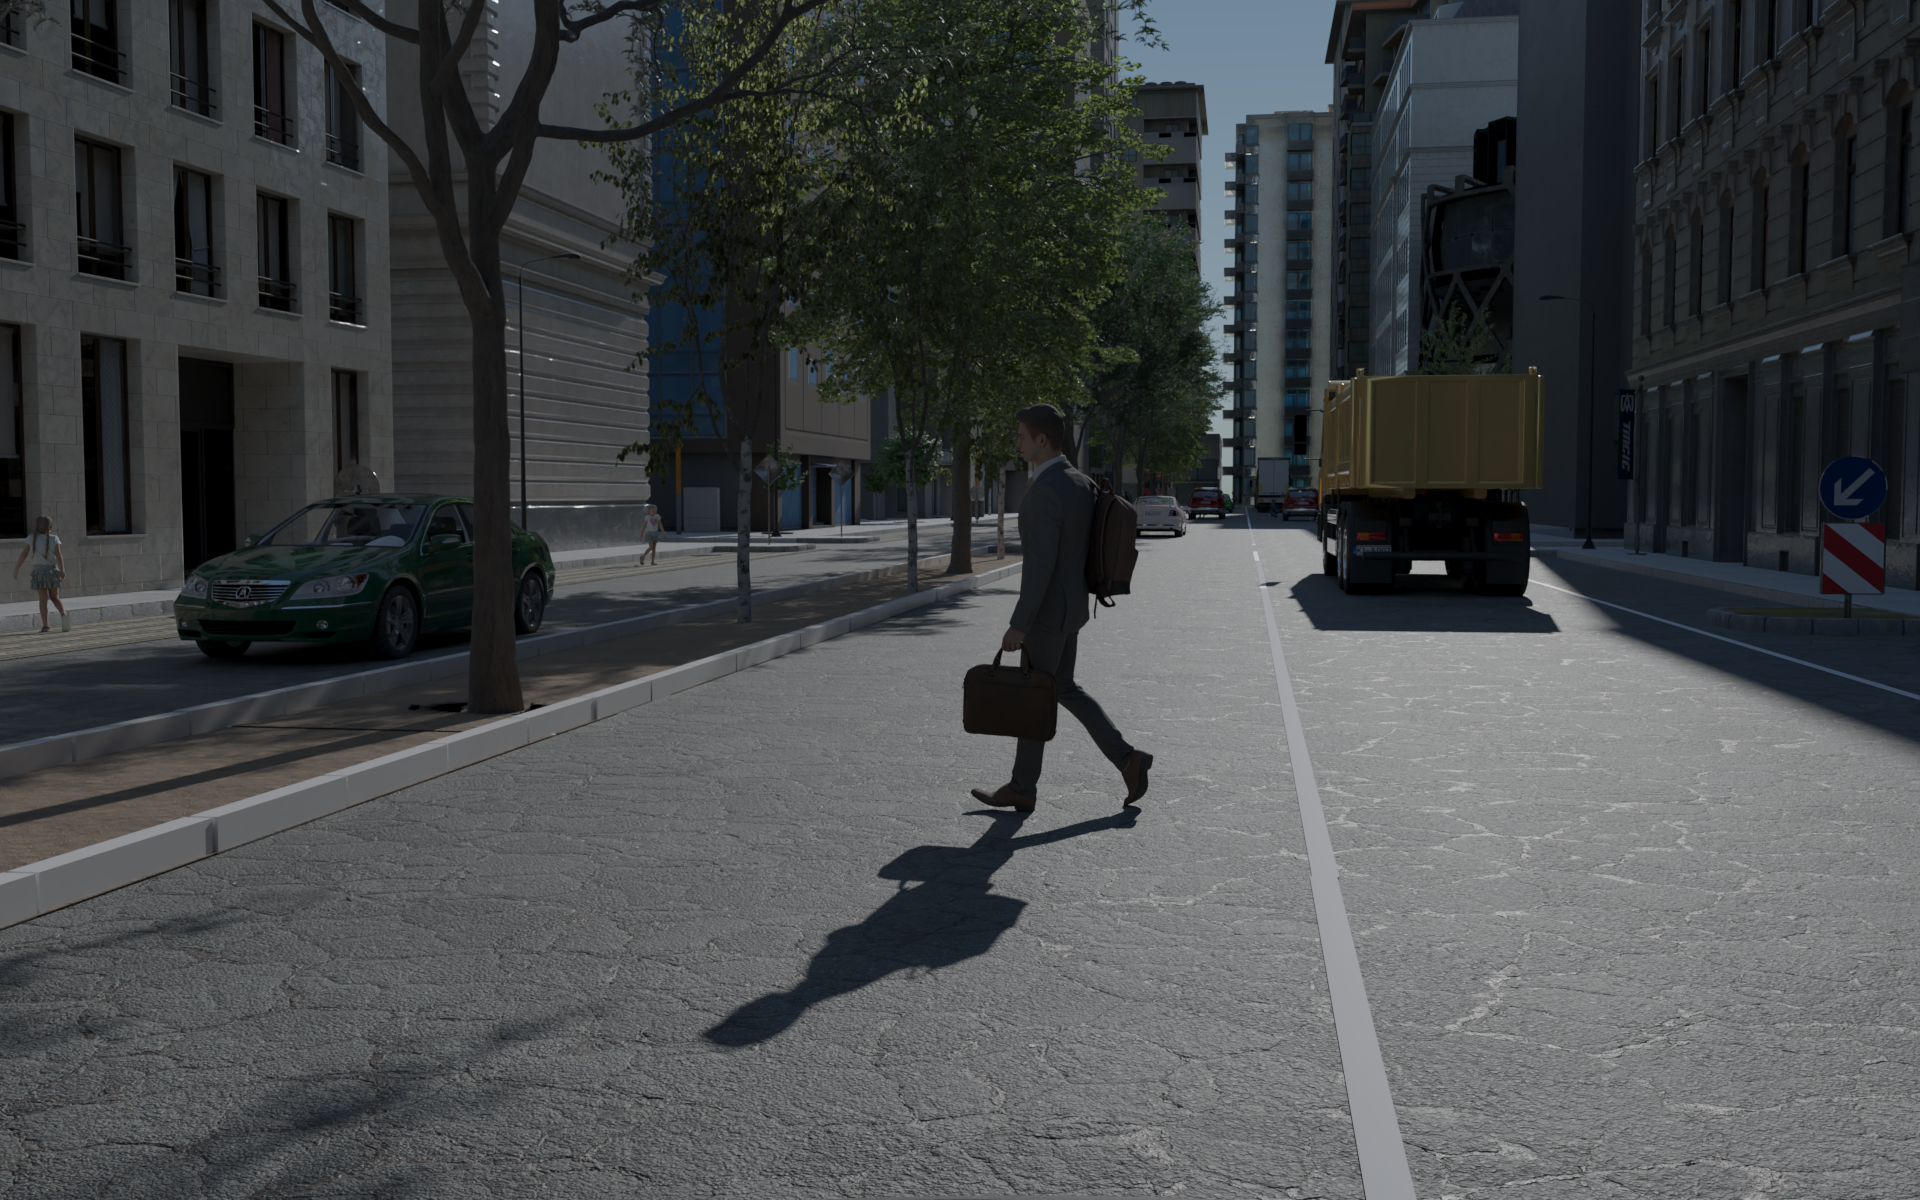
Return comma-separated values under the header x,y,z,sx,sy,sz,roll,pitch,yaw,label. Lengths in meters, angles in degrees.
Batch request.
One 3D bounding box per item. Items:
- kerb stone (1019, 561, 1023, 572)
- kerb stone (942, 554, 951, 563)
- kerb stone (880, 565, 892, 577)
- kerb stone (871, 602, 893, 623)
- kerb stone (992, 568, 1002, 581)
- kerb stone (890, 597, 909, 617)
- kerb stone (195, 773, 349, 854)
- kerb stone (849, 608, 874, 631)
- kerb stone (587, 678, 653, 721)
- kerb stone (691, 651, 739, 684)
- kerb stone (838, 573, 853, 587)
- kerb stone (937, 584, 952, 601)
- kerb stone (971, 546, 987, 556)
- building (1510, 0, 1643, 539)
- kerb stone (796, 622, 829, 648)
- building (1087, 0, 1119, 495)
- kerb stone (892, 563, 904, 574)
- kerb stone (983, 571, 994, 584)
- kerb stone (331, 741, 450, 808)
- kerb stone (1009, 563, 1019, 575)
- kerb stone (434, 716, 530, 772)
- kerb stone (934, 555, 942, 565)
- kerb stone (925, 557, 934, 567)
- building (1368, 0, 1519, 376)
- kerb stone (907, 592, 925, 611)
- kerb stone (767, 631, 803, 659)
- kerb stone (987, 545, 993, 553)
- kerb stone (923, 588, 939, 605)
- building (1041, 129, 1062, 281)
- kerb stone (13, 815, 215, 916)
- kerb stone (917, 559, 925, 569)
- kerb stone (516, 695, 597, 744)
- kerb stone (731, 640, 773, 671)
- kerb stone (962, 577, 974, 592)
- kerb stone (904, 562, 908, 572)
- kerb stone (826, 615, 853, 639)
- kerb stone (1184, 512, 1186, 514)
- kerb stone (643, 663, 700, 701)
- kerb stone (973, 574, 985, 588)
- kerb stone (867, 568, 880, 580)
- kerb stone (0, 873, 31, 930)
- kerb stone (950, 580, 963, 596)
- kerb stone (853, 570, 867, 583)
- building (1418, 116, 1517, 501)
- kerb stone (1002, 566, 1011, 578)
x,y,z,sx,sy,sz,roll,pitch,yaw,label
1.030,-0.580,31.686,0.120,0.150,1.000,1,4,9,kerb stone
-0.377,-0.843,36.046,0.120,0.150,1.000,1,4,9,kerb stone
-1.372,-0.476,29.975,0.120,0.150,1.000,1,4,9,kerb stone
-0.948,0.162,19.542,0.120,0.150,1.000,1,4,9,kerb stone
0.530,-0.394,28.643,0.120,0.150,1.000,1,4,9,kerb stone
-0.789,0.100,20.558,0.120,0.150,1.000,1,4,9,kerb stone
-2.929,0.906,7.388,0.120,0.150,1.000,1,4,9,kerb stone
-1.110,0.225,18.524,0.120,0.150,1.000,1,4,9,kerb stone
-2.270,0.658,11.443,0.120,0.150,1.000,1,4,9,kerb stone
-1.944,0.534,13.461,0.120,0.150,1.000,1,4,9,kerb stone
-1.872,-0.290,26.931,0.120,0.150,1.000,1,4,9,kerb stone
-0.285,-0.085,23.584,0.120,0.150,1.000,1,4,9,kerb stone
0.447,-1.157,41.112,0.120,0.150,1.000,1,4,9,kerb stone
30.197,-15.821,52.177,24.014,27.812,14.314,1,4,9,building
-1.446,0.349,16.489,0.120,0.150,1.000,1,4,9,kerb stone
6.499,-46.025,190.757,20.611,71.187,20.563,1,4,9,building
-1.212,-0.534,30.985,0.120,0.150,1.000,1,4,9,kerb stone
0.370,-0.333,27.634,0.120,0.150,1.000,1,4,9,kerb stone
-2.768,0.844,8.397,0.120,0.150,1.000,1,4,9,kerb stone
0.875,-0.518,30.667,0.120,0.150,1.000,1,4,9,kerb stone
-2.611,0.782,9.410,0.120,0.150,1.000,1,4,9,kerb stone
-0.553,-0.785,35.028,0.120,0.150,1.000,1,4,9,kerb stone
-0.711,-0.723,34.018,0.120,0.150,1.000,1,4,9,kerb stone
31.796,-20.130,106.618,11.434,29.767,29.804,1,4,9,building
-0.622,0.038,21.568,0.120,0.150,1.000,1,4,9,kerb stone
-1.614,0.411,15.479,0.120,0.150,1.000,1,4,9,kerb stone
0.616,-1.216,42.127,0.120,0.150,1.000,1,4,9,kerb stone
-0.457,-0.023,22.576,0.120,0.150,1.000,1,4,9,kerb stone
0.130,-22.165,134.091,14.160,30.474,14.107,1,4,9,building
-3.102,0.968,6.381,0.120,0.150,1.000,1,4,9,kerb stone
-0.872,-0.658,33.008,0.120,0.150,1.000,1,4,9,kerb stone
-2.446,0.720,10.431,0.120,0.150,1.000,1,4,9,kerb stone
-1.776,0.473,14.470,0.120,0.150,1.000,1,4,9,kerb stone
0.040,-0.207,25.609,0.120,0.150,1.000,1,4,9,kerb stone
-1.039,-0.599,32.000,0.120,0.150,1.000,1,4,9,kerb stone
-1.282,0.288,17.517,0.120,0.150,1.000,1,4,9,kerb stone
15.989,-6.182,123.276,0.120,0.150,1.000,1,4,9,kerb stone
-2.102,0.596,12.452,0.120,0.150,1.000,1,4,9,kerb stone
0.208,-0.271,26.625,0.120,0.150,1.000,1,4,9,kerb stone
-1.549,-0.410,28.963,0.120,0.150,1.000,1,4,9,kerb stone
-3.263,1.029,5.371,0.120,0.150,1.000,1,4,9,kerb stone
-0.128,-0.145,24.600,0.120,0.150,1.000,1,4,9,kerb stone
-1.712,-0.352,27.954,0.120,0.150,1.000,1,4,9,kerb stone
30.735,-13.217,83.555,16.820,18.784,16.811,1,4,9,building
0.703,-0.456,29.650,0.120,0.150,1.000,1,4,9,kerb stone
